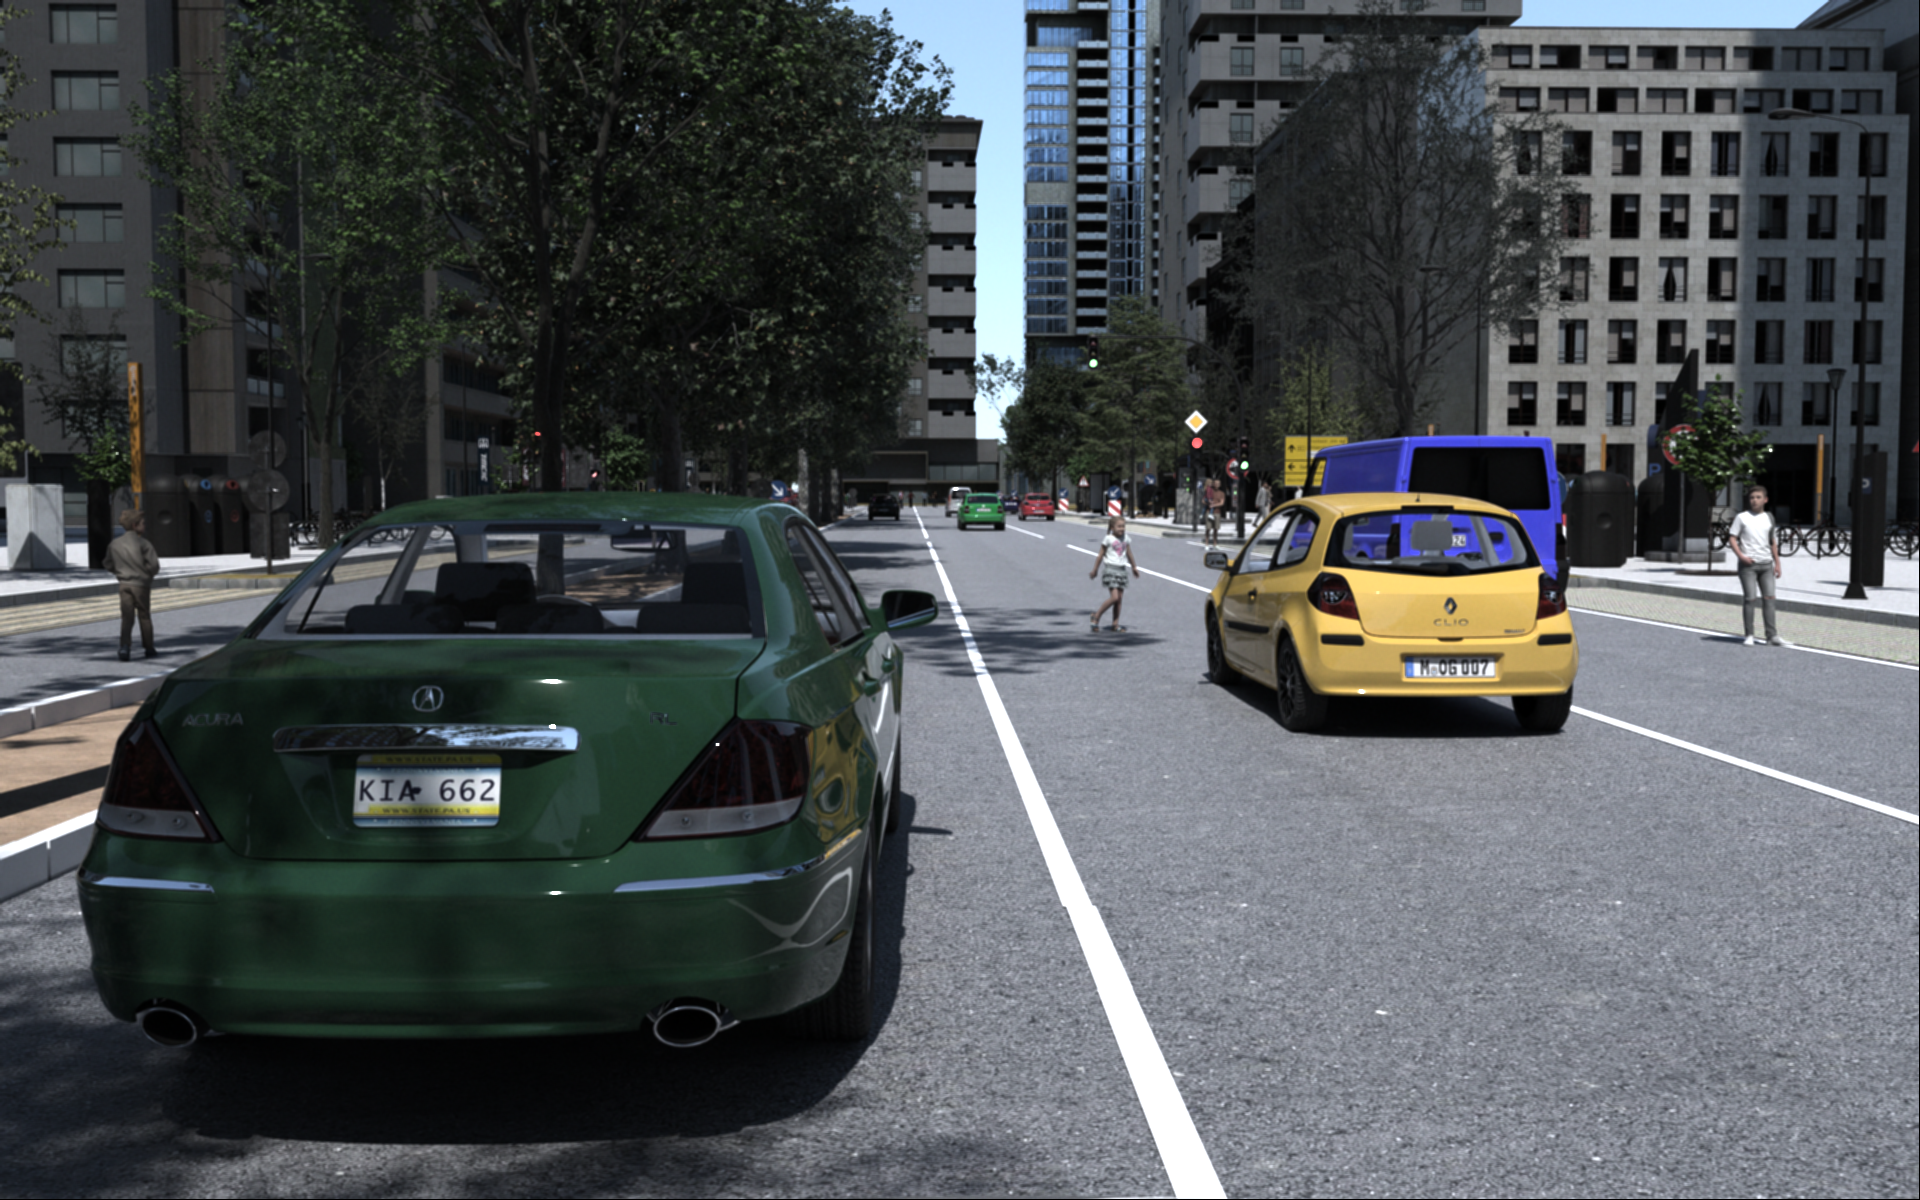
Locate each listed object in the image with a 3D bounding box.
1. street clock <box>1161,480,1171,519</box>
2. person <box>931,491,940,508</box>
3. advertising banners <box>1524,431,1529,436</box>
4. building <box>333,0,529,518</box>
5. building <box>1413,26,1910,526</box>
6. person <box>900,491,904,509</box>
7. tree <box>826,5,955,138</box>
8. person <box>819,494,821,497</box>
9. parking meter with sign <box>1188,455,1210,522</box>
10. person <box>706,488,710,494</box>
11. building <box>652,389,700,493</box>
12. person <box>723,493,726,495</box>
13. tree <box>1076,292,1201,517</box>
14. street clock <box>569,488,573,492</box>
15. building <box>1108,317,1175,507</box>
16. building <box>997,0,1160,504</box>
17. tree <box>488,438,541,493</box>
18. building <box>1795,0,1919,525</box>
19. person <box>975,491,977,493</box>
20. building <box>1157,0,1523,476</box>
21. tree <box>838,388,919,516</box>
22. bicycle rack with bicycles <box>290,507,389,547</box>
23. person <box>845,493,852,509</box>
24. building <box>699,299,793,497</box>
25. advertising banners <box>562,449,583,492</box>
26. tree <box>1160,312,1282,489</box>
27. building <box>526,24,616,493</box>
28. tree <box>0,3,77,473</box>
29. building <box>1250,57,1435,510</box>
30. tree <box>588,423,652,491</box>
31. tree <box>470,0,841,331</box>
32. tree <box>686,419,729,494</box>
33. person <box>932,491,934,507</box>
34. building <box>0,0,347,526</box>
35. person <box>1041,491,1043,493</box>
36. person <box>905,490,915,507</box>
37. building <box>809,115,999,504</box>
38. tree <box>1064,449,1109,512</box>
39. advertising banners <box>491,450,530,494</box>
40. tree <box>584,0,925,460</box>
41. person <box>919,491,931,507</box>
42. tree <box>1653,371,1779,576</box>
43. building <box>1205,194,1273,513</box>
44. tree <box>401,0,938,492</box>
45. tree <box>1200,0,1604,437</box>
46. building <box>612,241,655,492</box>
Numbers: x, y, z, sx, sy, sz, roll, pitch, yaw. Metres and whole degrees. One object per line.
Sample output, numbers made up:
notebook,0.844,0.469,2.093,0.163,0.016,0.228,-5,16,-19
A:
street clock,10.734,-5.242,90.281,0.471,2.002,0.358,-1,4,-17
person,-2.573,-10.721,184.615,1.217,1.723,0.721,-2,4,-33
advertising banners,16.060,-3.205,48.586,0.090,3.025,2.074,2,4,33
building,-37.907,-29.053,98.721,21.300,48.544,21.600,0,4,-2
building,29.439,-13.446,74.588,16.860,20.320,10.420,0,4,-2
person,-5.711,-9.702,167.850,0.721,1.743,1.217,0,4,-8
tree,-6.989,-12.566,63.808,12.611,20.169,13.585,0,3,0
person,-14.350,-10.152,174.499,1.348,1.821,0.705,3,5,42
parking meter with sign,11.064,-5.027,78.458,0.543,3.016,1.738,3,5,44
person,-20.231,-8.050,138.176,0.721,1.766,1.217,1,4,9
building,-43.754,-20.672,183.031,28.899,21.520,27.650,0,4,-2
person,-18.171,-7.893,135.796,1.217,1.736,0.721,-1,4,-15
tree,10.040,-10.985,97.738,7.486,12.596,7.792,0,3,0
street clock,-16.104,-4.108,71.739,0.358,2.002,0.471,-1,4,-16
building,31.229,-20.753,184.351,27.650,21.520,28.899,0,4,-2
building,20.356,-56.547,237.211,31.000,86.520,22.319,0,4,-2
tree,-15.369,-4.000,59.998,1.663,3.219,1.824,0,3,0
building,50.742,-17.012,75.403,25.104,27.353,12.463,0,4,-2
person,1.411,-9.213,159.844,1.217,1.743,0.721,1,4,13
building,32.945,-34.592,154.818,28.713,52.752,27.495,0,4,-2
tree,-7.633,-12.099,110.645,12.009,13.543,11.850,0,3,0
bicycle rack with bicycles,-15.825,-1.825,43.220,2.925,0.926,2.852,-1,4,-16
person,-10.695,-9.741,167.853,1.350,1.814,0.705,-2,4,-24
building,-33.564,-37.495,236.737,21.600,48.544,21.300,0,4,-2
advertising banners,-14.684,-4.300,66.485,2.074,3.025,0.090,-3,5,-44
tree,10.138,-7.277,69.336,4.360,8.622,3.978,0,3,0
building,-35.784,-29.861,138.340,14.600,45.320,14.200,0,4,-2
tree,-14.334,-4.510,24.103,4.737,8.622,4.395,0,3,0
building,26.950,-19.062,105.171,14.314,27.812,24.014,0,4,-2
tree,-15.851,-5.886,79.944,4.285,4.588,4.351,0,3,0
tree,-4.834,-5.639,20.416,9.928,11.665,9.643,0,3,0
tree,-16.975,-10.293,118.656,4.360,8.622,3.978,0,3,0
person,-2.887,-11.222,192.701,0.721,1.735,1.217,0,4,0
building,-35.637,-23.829,73.206,14.154,41.232,14.086,0,4,-2
person,9.181,-11.520,195.866,0.593,1.643,0.415,3,5,44
person,-5.308,-10.862,186.052,1.348,1.831,0.705,-3,5,-43
building,-8.971,-39.832,240.497,27.495,52.752,28.713,0,4,-2
tree,9.054,-8.513,122.905,4.285,4.588,4.351,0,3,0
advertising banners,-14.836,-3.743,57.393,0.090,3.025,2.074,2,4,23
tree,-5.318,-8.047,40.674,9.857,13.997,8.962,0,3,0
person,-4.064,-11.663,199.171,1.348,1.826,0.705,-1,4,-14
tree,12.055,-2.008,27.430,1.663,3.219,1.824,0,3,0
building,25.219,-18.072,125.151,12.332,23.373,15.834,0,4,-2
tree,-5.181,-6.815,30.896,9.611,12.733,9.660,0,3,0
tree,10.752,-8.028,41.635,12.009,13.543,11.850,0,3,0
building,-35.184,-23.330,153.139,14.160,30.474,14.107,0,4,-2
